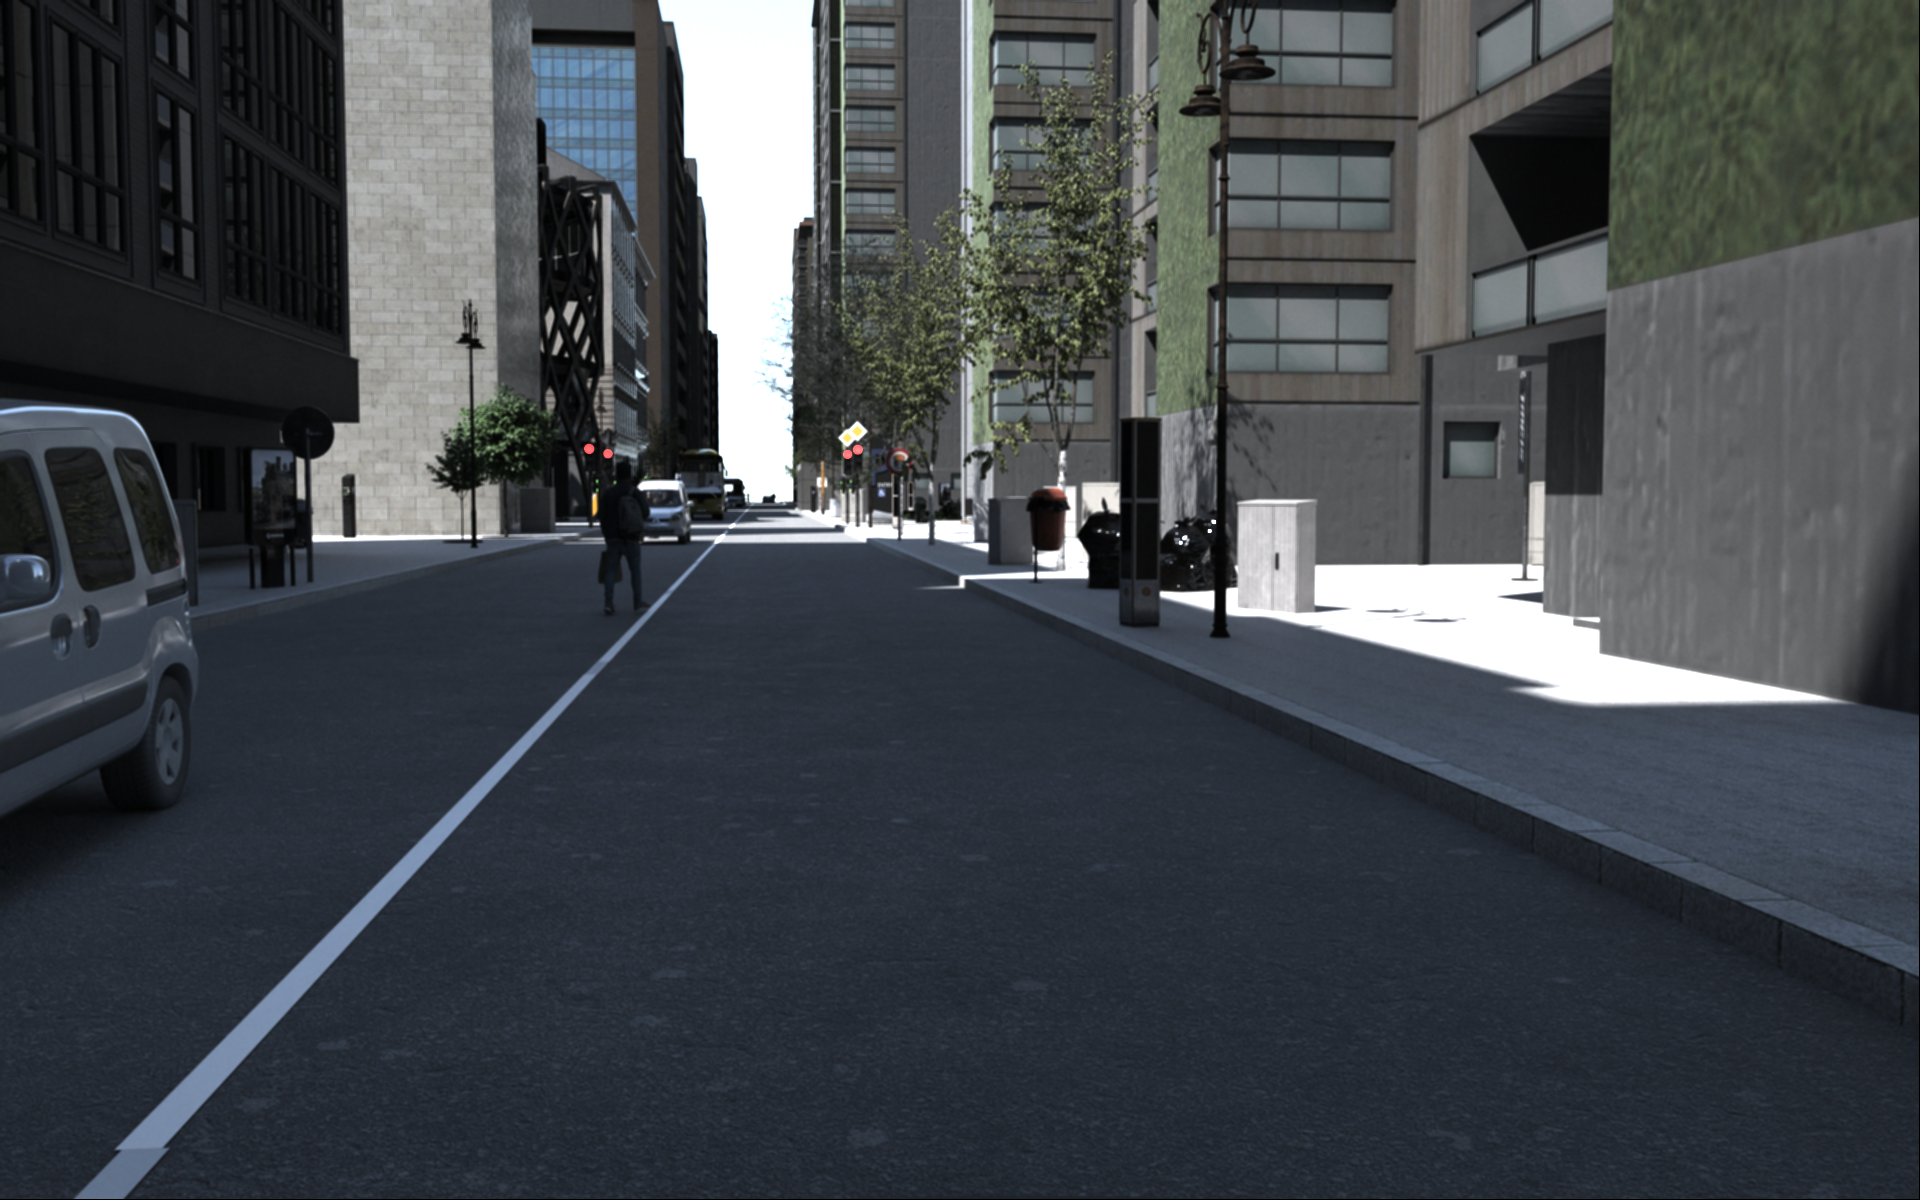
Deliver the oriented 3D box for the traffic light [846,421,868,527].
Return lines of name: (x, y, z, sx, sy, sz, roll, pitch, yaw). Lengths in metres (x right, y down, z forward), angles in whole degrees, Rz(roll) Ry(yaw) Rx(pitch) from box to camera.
traffic light: (-3.959, -4.751, 66.605, 0.839, 4.253, 0.868, 0, 4, -6)

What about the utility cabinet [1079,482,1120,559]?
utility cabinet: (2.891, -1.507, 33.319, 0.318, 1.500, 1.173, -3, 5, -44)

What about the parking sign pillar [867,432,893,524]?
parking sign pillar: (-3.291, -5.268, 74.611, 1.447, 3.967, 1.447, 2, 4, 24)

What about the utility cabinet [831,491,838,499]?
utility cabinet: (-8.913, -7.307, 128.150, 1.173, 1.500, 0.318, -1, 4, -13)

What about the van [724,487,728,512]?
van: (-20.315, -8.516, 143.625, 2.240, 2.365, 5.245, 0, 4, -6)

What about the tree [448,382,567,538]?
tree: (-13.282, -4.108, 50.878, 4.285, 4.588, 4.351, 0, 3, 0)

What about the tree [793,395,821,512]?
tree: (-10.242, -10.774, 126.518, 4.360, 8.622, 3.978, 0, 3, 0)

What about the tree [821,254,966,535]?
tree: (-1.820, -6.327, 53.810, 4.360, 8.622, 3.978, 0, 3, 0)

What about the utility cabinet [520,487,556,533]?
utility cabinet: (-13.891, -2.951, 56.935, 1.173, 1.500, 0.318, 1, 4, 21)

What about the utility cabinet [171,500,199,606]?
utility cabinet: (-9.265, -0.526, 19.769, 1.020, 1.237, 0.306, -1, 4, -22)

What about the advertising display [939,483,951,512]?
advertising display: (-0.882, -5.772, 99.583, 0.123, 1.923, 0.974, 3, 4, 37)

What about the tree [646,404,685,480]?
tree: (-24.078, -11.508, 138.519, 4.737, 8.622, 4.395, 0, 3, 0)

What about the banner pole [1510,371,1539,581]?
banner pole: (8.405, -2.189, 25.813, 0.401, 3.779, 0.863, 0, 4, 7)

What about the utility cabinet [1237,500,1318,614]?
utility cabinet: (3.466, -0.482, 19.035, 0.306, 1.237, 1.020, -2, 4, -29)

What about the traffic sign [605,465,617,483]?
traffic sign: (-15.380, -4.701, 76.959, 0.768, 2.556, 0.104, 0, 4, -1)

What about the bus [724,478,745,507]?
bus: (-25.401, -12.057, 191.986, 2.948, 3.499, 13.247, -1, 4, -8)

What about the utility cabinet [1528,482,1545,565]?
utility cabinet: (10.807, -1.365, 31.001, 1.173, 1.500, 0.318, 0, 4, 2)

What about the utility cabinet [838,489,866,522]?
utility cabinet: (-4.809, -4.242, 78.034, 1.173, 1.500, 0.318, 2, 4, 31)

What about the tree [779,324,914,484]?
tree: (-6.094, -9.665, 92.430, 7.601, 10.594, 8.767, -2, 4, -25)

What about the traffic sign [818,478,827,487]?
traffic sign: (-8.583, -6.468, 107.888, 0.606, 2.300, 0.079, 0, 4, -3)

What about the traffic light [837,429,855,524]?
traffic light: (-4.865, -5.237, 74.538, 0.839, 4.253, 0.868, 0, 4, -6)

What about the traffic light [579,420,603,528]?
traffic light: (-13.954, -4.681, 65.452, 0.839, 4.253, 0.868, 0, 4, -6)

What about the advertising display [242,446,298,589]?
advertising display: (-9.447, -1.134, 23.760, 0.123, 1.923, 0.974, 1, 4, 16)

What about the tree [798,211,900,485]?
tree: (-0.952, -5.702, 43.589, 4.737, 8.622, 4.395, 0, 3, 0)

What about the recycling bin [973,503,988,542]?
recycling bin: (0.725, -2.072, 46.435, 0.722, 1.027, 0.722, 0, 4, -2)

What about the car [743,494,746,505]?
car: (-28.360, -12.981, 220.915, 2.281, 1.827, 5.304, 0, 4, -6)

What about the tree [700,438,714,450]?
tree: (-33.802, -16.761, 224.401, 4.737, 8.622, 4.395, 0, 3, 0)

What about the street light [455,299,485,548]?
street light: (-11.620, -4.187, 41.253, 0.468, 5.910, 1.993, 0, 4, -6)

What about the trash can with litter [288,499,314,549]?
trash can with litter: (-15.672, -1.818, 41.117, 0.624, 1.170, 1.055, -1, 4, -20)

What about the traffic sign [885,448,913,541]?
traffic sign: (-1.664, -2.903, 47.564, 0.768, 2.556, 0.104, 0, 4, -5)

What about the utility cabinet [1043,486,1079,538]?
utility cabinet: (2.983, -2.549, 50.349, 1.173, 1.500, 0.318, 3, 4, 39)

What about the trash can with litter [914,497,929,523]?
trash can with litter: (-1.625, -4.001, 76.806, 0.624, 1.170, 1.055, -1, 4, -23)

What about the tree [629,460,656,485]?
tree: (-18.136, -6.358, 98.548, 1.663, 3.219, 1.824, 0, 3, 0)

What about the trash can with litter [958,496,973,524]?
trash can with litter: (0.877, -3.952, 75.676, 2.233, 1.210, 1.678, -1, 4, -12)

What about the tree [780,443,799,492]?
tree: (-22.114, -17.358, 234.172, 4.737, 8.622, 4.395, 0, 3, 0)

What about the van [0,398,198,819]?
van: (-4.228, 0.034, 6.449, 2.013, 2.044, 4.112, 0, 4, -8)

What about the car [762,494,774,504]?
car: (-28.779, -15.164, 259.940, 2.014, 1.417, 4.499, 0, 4, -5)

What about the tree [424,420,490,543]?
tree: (-13.271, -3.122, 45.651, 1.663, 3.219, 1.824, 0, 3, 0)

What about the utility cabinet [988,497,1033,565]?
utility cabinet: (0.933, -1.262, 31.795, 0.306, 1.237, 1.020, 3, 5, 40)

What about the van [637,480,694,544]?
van: (-8.770, -2.668, 50.638, 2.013, 2.044, 4.112, 0, 4, -6)

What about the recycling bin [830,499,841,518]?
recycling bin: (-6.536, -4.919, 92.980, 0.722, 1.027, 0.722, -2, 4, -27)

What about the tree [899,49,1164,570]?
tree: (1.610, -4.820, 29.176, 4.737, 8.622, 4.395, 0, 3, 0)

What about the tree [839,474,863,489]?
tree: (-6.725, -6.780, 105.456, 1.663, 3.219, 1.824, 0, 3, 0)

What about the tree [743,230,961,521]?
tree: (-4.977, -10.435, 80.977, 12.009, 13.543, 11.850, 0, 3, 0)

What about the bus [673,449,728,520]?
bus: (-14.680, -6.540, 98.471, 2.896, 3.916, 12.252, 0, 4, -8)

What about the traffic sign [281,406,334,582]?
traffic sign: (-9.486, -1.535, 25.208, 0.768, 2.556, 0.104, 0, 3, 0)

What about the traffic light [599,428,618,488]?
traffic light: (-14.860, -5.166, 73.386, 0.839, 4.253, 0.868, 0, 4, -6)
